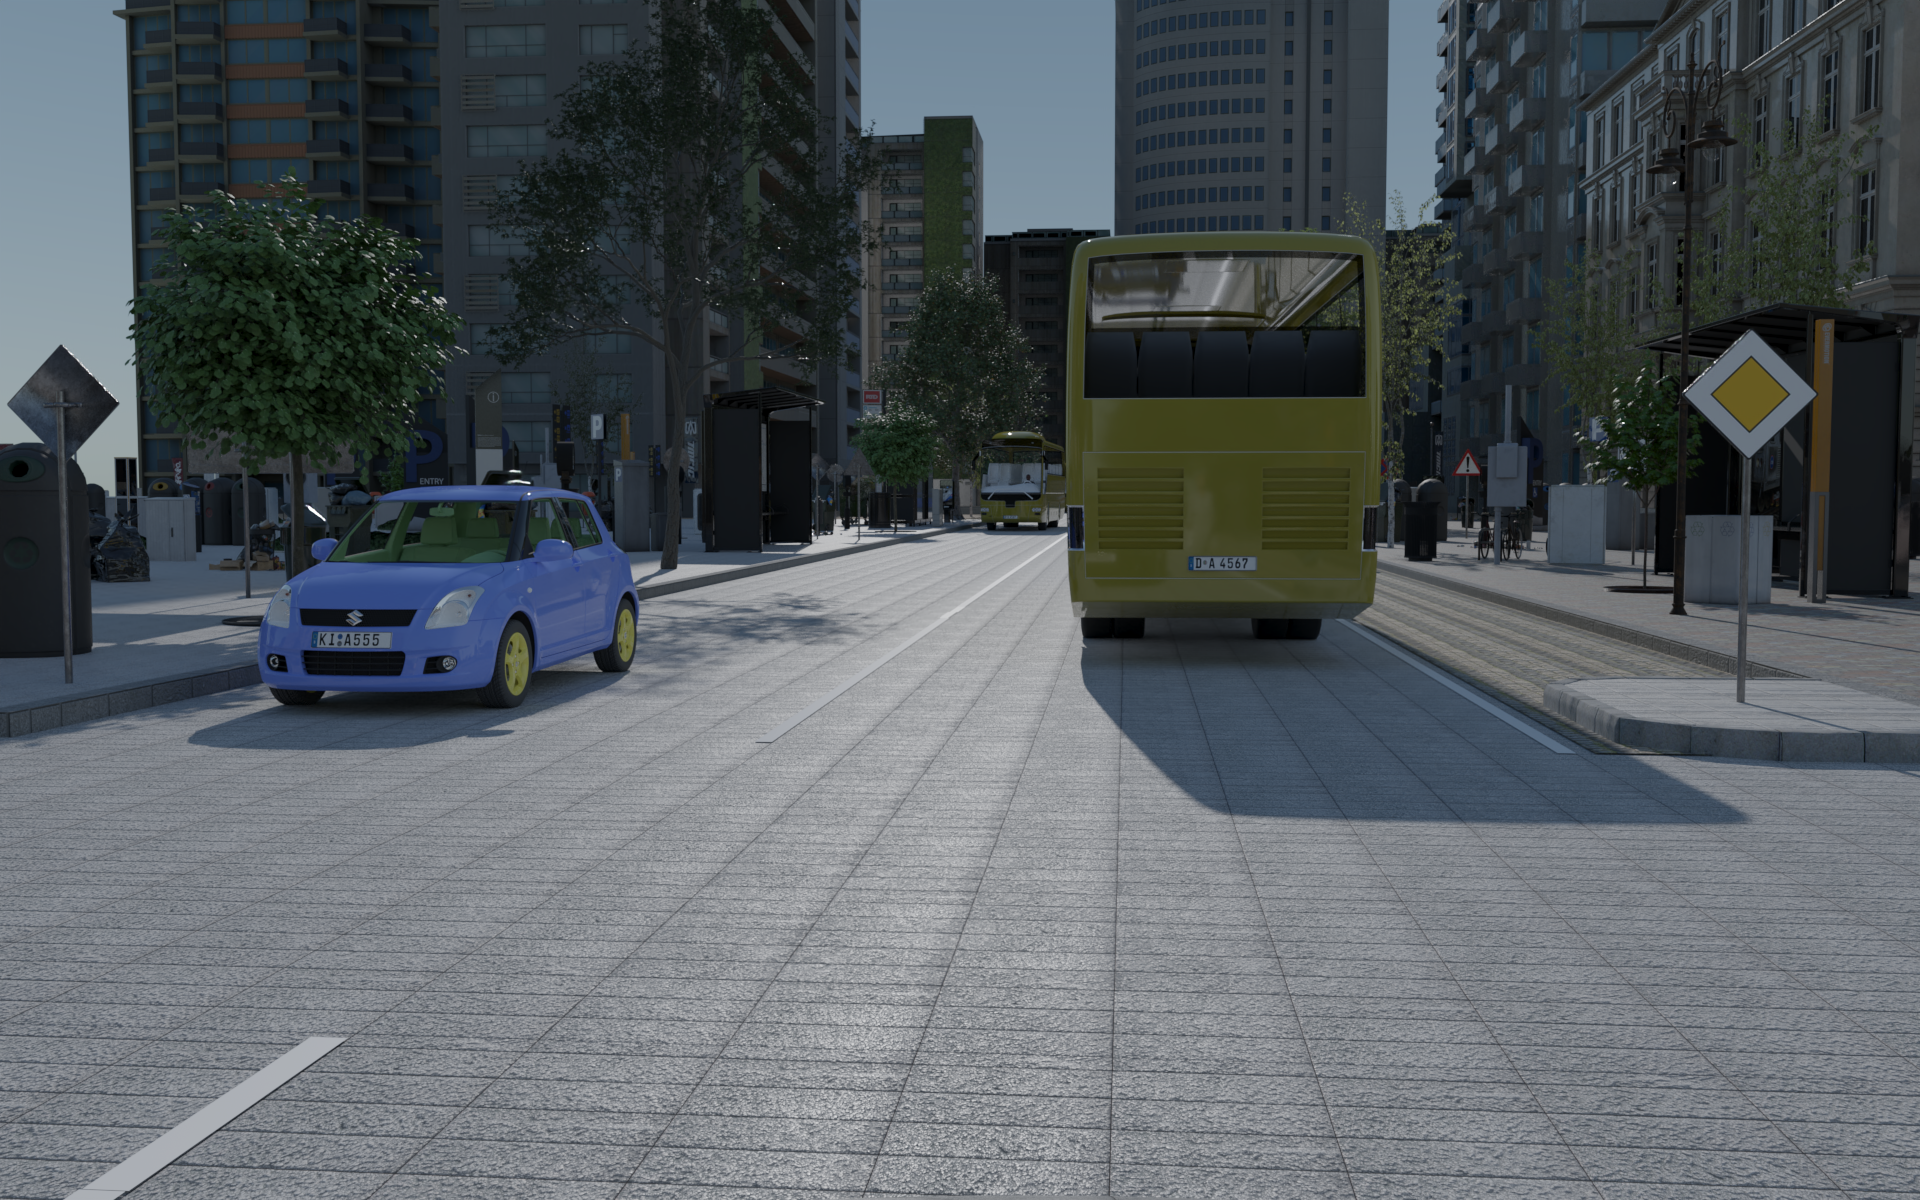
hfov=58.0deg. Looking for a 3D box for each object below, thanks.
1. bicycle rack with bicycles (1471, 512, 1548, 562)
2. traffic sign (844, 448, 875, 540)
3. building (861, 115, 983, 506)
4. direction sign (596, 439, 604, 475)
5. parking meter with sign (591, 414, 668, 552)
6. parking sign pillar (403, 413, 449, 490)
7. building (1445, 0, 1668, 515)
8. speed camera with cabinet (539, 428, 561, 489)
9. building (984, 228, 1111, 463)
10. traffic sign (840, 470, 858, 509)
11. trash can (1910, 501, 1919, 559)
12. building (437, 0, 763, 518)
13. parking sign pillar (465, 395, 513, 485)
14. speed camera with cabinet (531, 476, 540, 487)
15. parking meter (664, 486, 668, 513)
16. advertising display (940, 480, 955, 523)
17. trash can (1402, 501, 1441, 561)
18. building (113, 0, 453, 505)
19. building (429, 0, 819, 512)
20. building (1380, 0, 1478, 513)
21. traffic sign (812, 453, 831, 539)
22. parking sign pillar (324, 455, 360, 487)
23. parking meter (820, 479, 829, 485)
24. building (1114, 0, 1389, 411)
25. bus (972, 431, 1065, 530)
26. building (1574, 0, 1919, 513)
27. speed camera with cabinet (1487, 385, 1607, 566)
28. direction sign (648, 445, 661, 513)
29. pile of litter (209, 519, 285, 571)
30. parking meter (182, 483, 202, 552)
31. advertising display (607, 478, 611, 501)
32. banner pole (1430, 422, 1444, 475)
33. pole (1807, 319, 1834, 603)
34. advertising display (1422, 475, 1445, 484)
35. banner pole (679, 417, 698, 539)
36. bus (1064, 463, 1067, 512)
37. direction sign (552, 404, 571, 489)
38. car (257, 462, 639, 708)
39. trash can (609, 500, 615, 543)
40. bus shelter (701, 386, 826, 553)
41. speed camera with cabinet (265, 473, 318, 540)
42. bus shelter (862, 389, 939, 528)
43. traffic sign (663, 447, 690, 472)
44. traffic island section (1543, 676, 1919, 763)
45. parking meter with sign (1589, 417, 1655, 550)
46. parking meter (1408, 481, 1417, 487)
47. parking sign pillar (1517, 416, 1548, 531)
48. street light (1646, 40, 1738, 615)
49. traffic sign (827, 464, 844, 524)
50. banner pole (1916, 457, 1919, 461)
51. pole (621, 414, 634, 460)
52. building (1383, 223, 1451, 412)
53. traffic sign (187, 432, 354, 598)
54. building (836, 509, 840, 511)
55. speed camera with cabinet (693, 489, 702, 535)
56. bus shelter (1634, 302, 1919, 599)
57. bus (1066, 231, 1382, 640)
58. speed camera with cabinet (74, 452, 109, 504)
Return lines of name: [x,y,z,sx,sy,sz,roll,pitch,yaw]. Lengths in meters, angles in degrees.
bicycle rack with bicycles: [11.048,-1.234,33.560,2.852,0.926,2.925,3,4,37]
traffic sign: [-2.834,-2.971,48.575,0.884,2.594,0.081,1,4,12]
building: [-4.818,-31.035,191.019,14.086,41.232,14.154,0,4,5]
direction sign: [-14.819,-4.854,71.353,0.379,3.537,0.876,0,4,5]
parking meter with sign: [-7.259,-2.579,38.433,1.738,3.016,0.543,-3,5,-41]
parking sign pillar: [-16.227,-3.924,52.637,1.447,3.967,1.447,-1,4,-16]
building: [41.465,-29.258,97.969,23.786,49.044,30.456,0,4,5]
speed camera with cabinet: [-11.937,-3.472,51.101,0.660,3.252,2.038,-1,4,-16]
building: [9.785,-25.658,191.216,14.107,30.474,14.160,0,4,5]
traffic sign: [-4.478,-4.222,70.209,0.795,2.450,0.064,1,4,9]
trash can: [18.724,-1.387,34.332,0.748,1.137,0.748,0,3,0]
building: [-19.237,-25.175,95.201,14.154,41.232,14.086,0,4,5]
parking sign pillar: [-12.901,-3.612,47.535,1.447,3.967,1.447,2,4,33]
speed camera with cabinet: [-21.460,-5.692,87.405,0.660,3.252,2.038,-2,4,-27]
parking meter: [-9.286,-2.883,55.555,0.372,1.533,0.369,0,3,0]
advertising display: [-0.579,-4.438,77.775,0.123,1.923,0.974,-3,4,-37]
trash can: [8.835,-1.318,33.202,0.748,1.137,0.748,0,3,0]
building: [-51.156,-29.818,142.146,28.867,44.769,22.147,0,4,5]
building: [-21.684,-29.954,113.448,21.300,48.544,21.600,0,4,5]
building: [43.874,-49.831,127.406,22.319,86.520,31.000,0,4,5]
traffic sign: [-4.045,-2.932,49.119,0.795,2.450,0.064,1,4,14]
parking sign pillar: [-24.224,-4.855,67.856,1.447,3.967,1.447,-2,4,-27]
parking meter: [-5.254,-3.748,66.994,0.399,1.863,0.255,0,4,-4]
building: [31.080,-39.679,190.743,28.212,58.520,21.231,0,4,5]
bus: [2.670,-4.890,71.504,2.896,3.916,12.252,0,4,7]
building: [33.070,-15.032,64.863,14.460,24.649,34.723,0,4,5]
speed camera with cabinet: [10.670,-2.272,31.479,2.038,3.252,0.660,1,4,19]
direction sign: [-14.090,-5.380,79.966,0.876,3.537,0.379,3,5,43]
pile of litter: [-11.981,-0.940,29.332,1.719,0.858,1.176,3,5,42]
parking meter: [-16.899,-1.816,38.099,0.372,1.533,0.369,0,3,0]
advertising display: [-14.154,-3.955,69.877,0.123,1.923,0.974,-1,4,-11]
banner pole: [16.639,-4.318,60.617,0.863,3.779,0.401,-3,4,-36]
pole: [10.106,-1.620,20.335,0.158,3.312,0.155,0,3,0]
advertising display: [15.960,-3.257,58.465,0.123,1.923,0.974,-2,4,-27]
banner pole: [-7.828,-3.644,49.599,0.863,3.779,0.401,2,4,25]
bus: [9.191,-8.947,137.828,2.896,3.916,12.252,0,4,5]
direction sign: [-10.118,-3.185,44.073,0.379,3.537,0.876,1,4,16]
car: [-3.657,-0.195,12.782,1.945,1.707,3.694,0,4,7]
trash can: [-8.013,-1.823,41.458,0.748,1.137,0.748,0,3,0]
bus shelter: [-4.549,-3.040,40.988,1.731,3.624,6.357,0,4,6]
speed camera with cabinet: [-17.739,-3.087,44.808,2.038,3.252,0.660,0,4,3]
bus shelter: [-2.406,-5.592,69.059,2.179,5.291,8.768,0,4,6]
traffic sign: [-7.569,-2.817,46.159,0.768,2.556,0.104,1,4,13]
traffic island section: [4.832,0.709,10.687,2.009,0.180,2.903,0,4,5]
parking meter with sign: [15.238,-2.655,39.675,1.738,3.016,0.543,-2,4,-26]
parking meter: [20.007,-4.343,76.716,0.399,1.863,0.255,1,4,23]
parking sign pillar: [19.852,-4.395,60.333,1.447,3.967,1.447,3,5,43]
street light: [7.656,-2.783,18.284,0.468,5.910,1.993,0,4,5]
traffic sign: [-5.323,-4.518,73.972,0.768,2.556,0.104,0,4,7]
banner pole: [9.132,-1.575,15.776,0.863,3.779,0.401,0,4,-3]
pole: [-8.502,-3.073,44.079,0.158,3.312,0.155,0,3,0]
building: [51.947,-25.434,187.547,14.107,30.474,14.160,0,4,5]
traffic sign: [-8.462,-1.671,21.194,2.265,3.308,0.079,1,4,12]
building: [-22.501,-36.549,139.568,28.212,58.520,21.231,0,4,5]
speed camera with cabinet: [-7.358,-3.687,54.620,2.038,3.252,0.660,0,4,3]
bus shelter: [11.192,-2.018,24.280,1.731,3.624,6.357,0,4,6]
bus: [2.614,-1.737,19.954,2.896,3.916,12.252,0,4,5]
speed camera with cabinet: [-35.323,-4.623,69.930,0.660,3.252,2.038,1,4,15]
